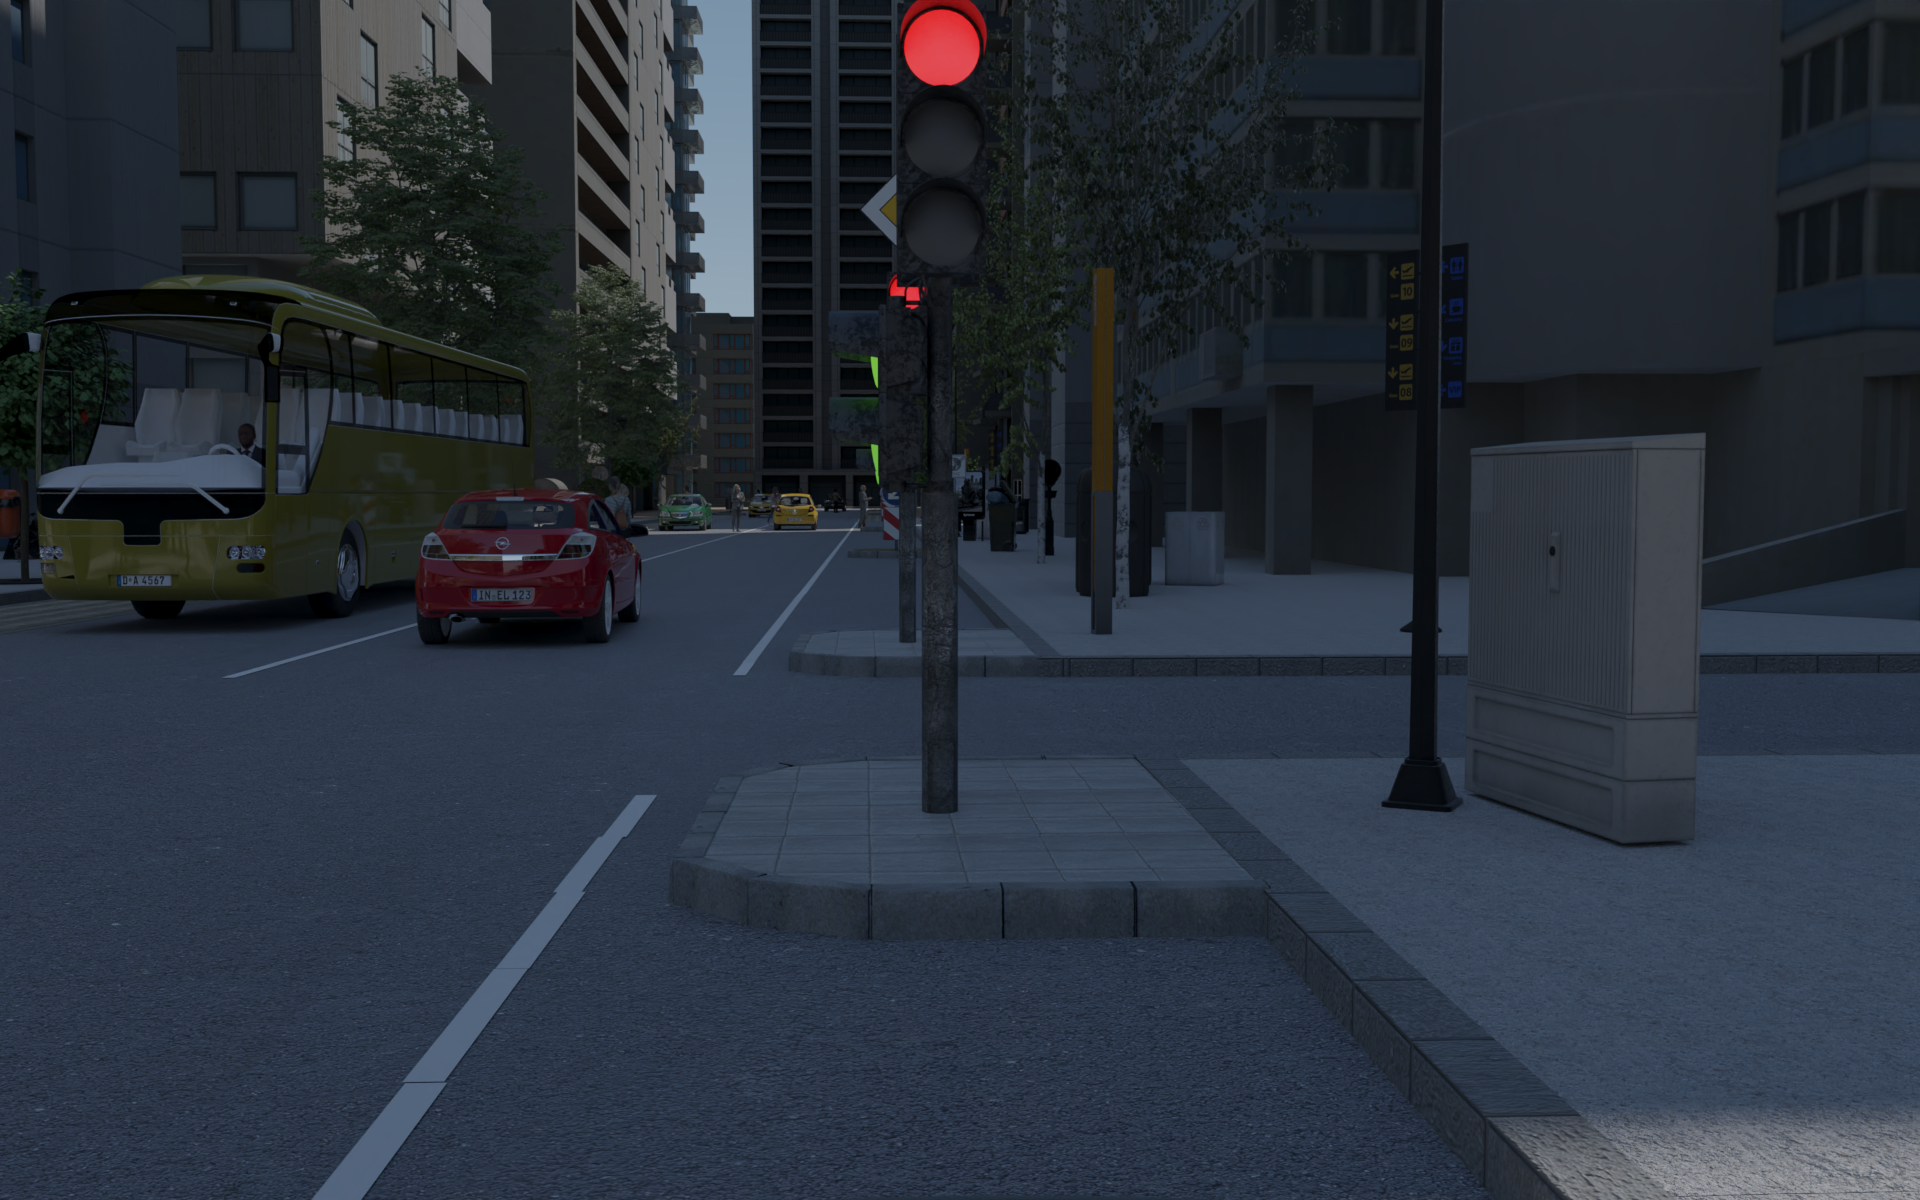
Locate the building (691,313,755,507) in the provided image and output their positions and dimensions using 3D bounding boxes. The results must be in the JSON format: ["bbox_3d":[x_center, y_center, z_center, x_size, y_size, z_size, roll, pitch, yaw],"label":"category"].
[{"bbox_3d":[-36.122,-21.037,188.995,28.899,21.520,27.650,0,4,-3],"label":"building"}]

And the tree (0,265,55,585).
[{"bbox_3d":[-13.562,-2.522,24.952,4.285,4.588,4.351,0,3,0],"label":"tree"}]

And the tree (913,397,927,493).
[{"bbox_3d":[-2.389,-9.376,103.667,4.360,8.622,3.978,0,3,0],"label":"tree"}]

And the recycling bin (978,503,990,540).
[{"bbox_3d":[0.994,-2.233,49.070,0.722,1.027,0.722,-3,4,-37],"label":"recycling bin"}]

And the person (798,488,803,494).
[{"bbox_3d":[-10.297,-6.301,111.527,1.348,1.822,0.705,2,4,24],"label":"person"}]

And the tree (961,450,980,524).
[{"bbox_3d":[0.474,-4.921,75.054,1.663,3.219,1.824,0,3,0],"label":"tree"}]

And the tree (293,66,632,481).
[{"bbox_3d":[-14.037,-7.855,46.564,7.486,12.596,7.792,0,3,0],"label":"tree"}]

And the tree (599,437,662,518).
[{"bbox_3d":[-17.779,-6.711,93.436,4.285,4.588,4.351,0,3,0],"label":"tree"}]

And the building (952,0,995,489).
[{"bbox_3d":[8.941,-32.332,152.337,21.300,48.544,21.600,0,4,-3],"label":"building"}]

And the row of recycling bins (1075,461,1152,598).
[{"bbox_3d":[2.062,-0.980,23.130,1.069,1.692,3.534,0,4,7],"label":"row of recycling bins"}]

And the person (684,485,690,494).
[{"bbox_3d":[-12.248,-4.205,77.256,0.388,1.821,0.555,-3,4,-36],"label":"person"}]

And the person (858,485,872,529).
[{"bbox_3d":[-3.939,-3.865,71.873,0.590,1.801,0.661,-1,4,-10],"label":"person"}]

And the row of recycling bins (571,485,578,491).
[{"bbox_3d":[-17.358,-4.514,80.918,3.534,1.692,1.069,-1,4,-23],"label":"row of recycling bins"}]

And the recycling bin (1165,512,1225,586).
[{"bbox_3d":[3.323,-0.731,24.504,0.722,1.027,0.722,1,4,19],"label":"recycling bin"}]

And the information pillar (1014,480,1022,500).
[{"bbox_3d":[2.957,-5.149,88.678,0.304,2.012,0.304,-3,5,-41],"label":"information pillar"}]

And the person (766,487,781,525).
[{"bbox_3d":[-8.517,-4.280,79.068,0.643,1.750,0.593,1,4,21],"label":"person"}]

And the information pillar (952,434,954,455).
[{"bbox_3d":[-0.258,-4.615,66.812,0.183,3.616,0.504,1,4,8],"label":"information pillar"}]

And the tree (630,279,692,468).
[{"bbox_3d":[-17.003,-10.234,85.450,7.486,12.596,7.792,0,3,0],"label":"tree"}]

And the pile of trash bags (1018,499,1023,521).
[{"bbox_3d":[3.228,-4.469,82.826,1.912,1.369,3.447,-2,4,-28],"label":"pile of trash bags"}]

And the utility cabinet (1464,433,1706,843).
[{"bbox_3d":[2.407,0.114,6.811,0.318,1.500,1.173,-1,4,-12],"label":"utility cabinet"}]

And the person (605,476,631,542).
[{"bbox_3d":[-5.178,-1.013,26.064,0.512,1.701,0.522,-3,5,-40],"label":"person"}]

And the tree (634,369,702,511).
[{"bbox_3d":[-17.129,-9.150,99.960,4.737,8.622,4.395,0,3,0],"label":"tree"}]

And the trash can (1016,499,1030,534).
[{"bbox_3d":[1.904,-2.671,55.332,0.748,1.137,0.748,0,3,0],"label":"trash can"}]

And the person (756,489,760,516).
[{"bbox_3d":[-13.023,-6.223,111.042,0.721,1.735,1.217,2,4,29],"label":"person"}]

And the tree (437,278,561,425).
[{"bbox_3d":[-15.296,-6.493,56.519,4.737,8.622,4.395,0,3,0],"label":"tree"}]

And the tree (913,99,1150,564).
[{"bbox_3d":[1.259,-4.978,31.750,4.737,8.622,4.395,0,3,0],"label":"tree"}]

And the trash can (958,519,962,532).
[{"bbox_3d":[-0.255,-2.719,56.115,0.748,1.137,0.748,0,3,0],"label":"trash can"}]

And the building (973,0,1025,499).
[{"bbox_3d":[12.140,-27.541,104.917,22.147,44.769,28.867,0,4,-3],"label":"building"}]

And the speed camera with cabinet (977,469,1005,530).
[{"bbox_3d":[1.071,-4.166,62.447,0.660,3.252,2.038,1,4,18],"label":"speed camera with cabinet"}]

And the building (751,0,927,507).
[{"bbox_3d":[-11.226,-45.674,185.018,20.611,71.187,20.563,0,4,-3],"label":"building"}]

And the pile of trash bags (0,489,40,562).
[{"bbox_3d":[-17.952,-1.491,34.135,1.912,1.369,3.447,0,4,1],"label":"pile of trash bags"}]

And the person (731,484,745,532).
[{"bbox_3d":[-8.395,-3.484,65.643,0.537,1.800,0.526,-1,4,-18],"label":"person"}]

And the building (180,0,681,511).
[{"bbox_3d":[-35.061,-32.665,123.306,28.713,52.752,27.495,0,4,-3],"label":"building"}]

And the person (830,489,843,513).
[{"bbox_3d":[-9.417,-7.532,131.662,1.348,1.823,0.705,3,5,41],"label":"person"}]

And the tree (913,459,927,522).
[{"bbox_3d":[-1.448,-5.283,80.974,1.663,3.219,1.824,0,3,0],"label":"tree"}]

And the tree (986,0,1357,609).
[{"bbox_3d":[2.054,-4.207,19.153,4.360,8.622,3.978,0,3,0],"label":"tree"}]
